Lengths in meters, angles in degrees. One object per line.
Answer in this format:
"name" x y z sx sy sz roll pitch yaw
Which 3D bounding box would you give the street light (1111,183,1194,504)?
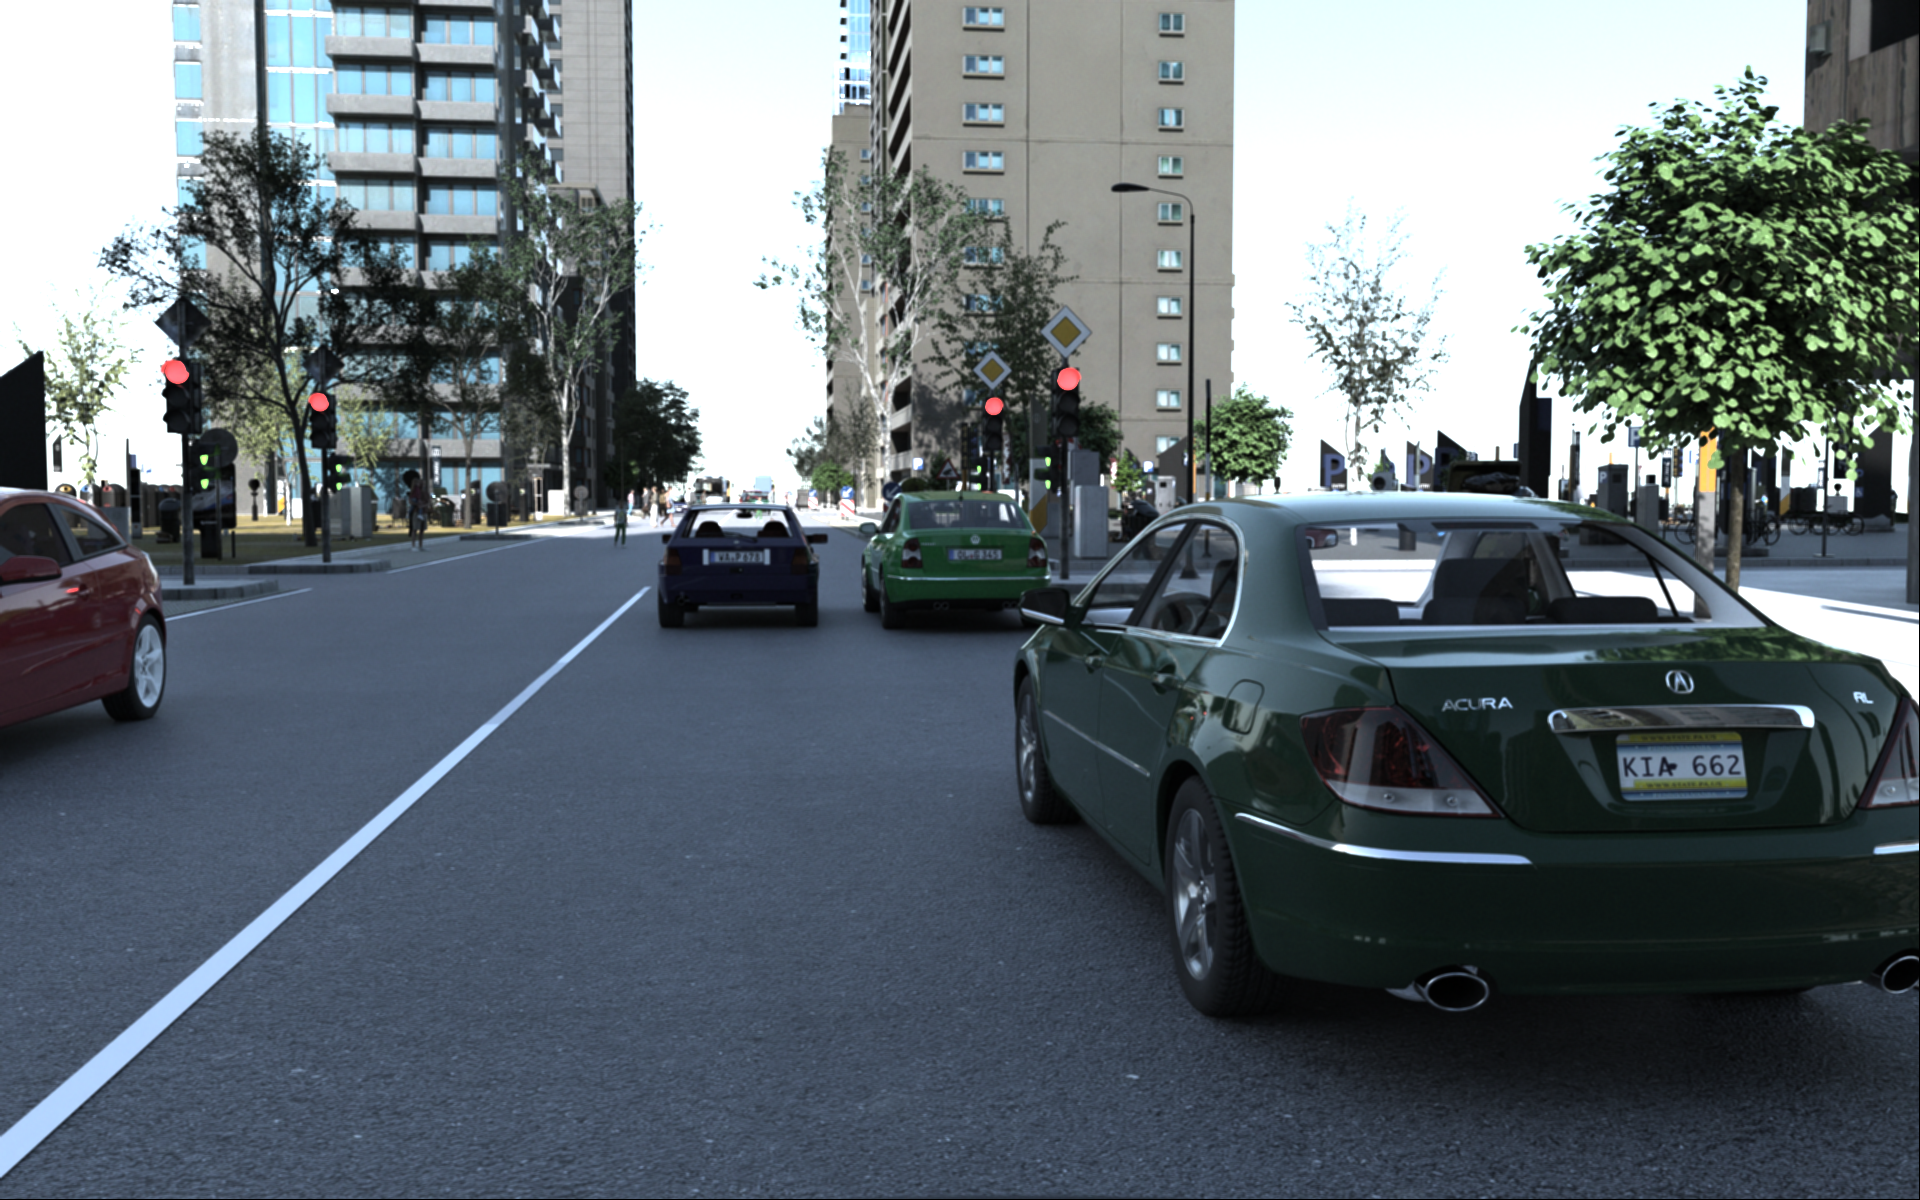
"street light" 2.952 -3.276 26.105 1.470 5.913 1.316 0 4 -7

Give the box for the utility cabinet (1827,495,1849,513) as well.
"utility cabinet" 40.864 -4.257 80.770 0.306 1.237 1.020 -2 4 -30

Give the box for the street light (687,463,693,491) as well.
"street light" -37.766 -16.186 237.183 1.470 5.913 1.316 0 4 -7

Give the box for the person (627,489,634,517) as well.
"person" -20.417 -5.995 107.351 0.643 1.720 0.563 -2 4 -35

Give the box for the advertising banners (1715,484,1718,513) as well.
"advertising banners" 32.428 -4.774 74.247 0.090 3.025 2.074 2 4 26

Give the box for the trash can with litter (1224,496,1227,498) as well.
"trash can with litter" 15.902 -5.560 101.963 2.233 1.210 1.678 1 4 8

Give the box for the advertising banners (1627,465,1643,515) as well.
"advertising banners" 39.914 -6.513 102.675 2.074 3.025 0.090 -3 5 -39

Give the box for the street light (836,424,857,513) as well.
"street light" -7.531 -8.711 114.972 1.470 5.913 1.316 0 4 -7

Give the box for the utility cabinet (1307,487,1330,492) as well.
"utility cabinet" 11.179 -2.771 53.977 0.318 1.500 1.173 2 4 33

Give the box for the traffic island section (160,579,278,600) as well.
"traffic island section" -10.963 -0.141 24.586 2.009 0.180 2.903 0 4 -7

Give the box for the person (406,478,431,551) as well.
"person" -13.539 -2.129 43.291 0.573 1.828 0.580 0 4 -5

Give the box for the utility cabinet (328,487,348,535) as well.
"utility cabinet" -19.323 -2.762 53.830 0.318 1.500 1.173 -3 5 -41

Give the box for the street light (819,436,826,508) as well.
"street light" -10.321 -10.137 138.288 1.470 5.913 1.316 0 4 -7

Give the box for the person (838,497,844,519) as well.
"person" -6.630 -5.175 97.376 0.475 1.303 0.640 -2 4 -23

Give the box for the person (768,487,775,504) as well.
"person" -10.235 -5.244 94.335 0.391 1.810 0.635 0 4 2

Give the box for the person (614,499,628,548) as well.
"person" -9.122 -2.066 46.525 0.306 1.304 0.590 -2 4 -35

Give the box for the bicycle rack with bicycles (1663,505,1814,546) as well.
"bicycle rack with bicycles" 19.307 -1.860 43.786 2.925 0.926 2.852 0 4 -5

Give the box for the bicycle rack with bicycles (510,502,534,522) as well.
"bicycle rack with bicycles" -21.450 -4.176 81.657 2.925 0.926 2.852 -1 4 -14

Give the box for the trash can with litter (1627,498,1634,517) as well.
"trash can with litter" 37.981 -5.311 98.221 1.055 1.170 0.624 1 4 14

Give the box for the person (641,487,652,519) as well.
"person" -18.114 -5.608 100.158 0.822 1.834 0.622 -3 4 -36

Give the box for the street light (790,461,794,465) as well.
"street light" -22.855 -16.583 243.670 1.470 5.913 1.316 0 4 -7

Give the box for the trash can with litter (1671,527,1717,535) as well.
"trash can with litter" 23.650 -2.671 54.725 1.678 1.210 2.233 2 4 32

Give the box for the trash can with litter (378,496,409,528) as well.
"trash can with litter" -21.687 -3.355 65.905 2.233 1.210 1.678 0 4 -2

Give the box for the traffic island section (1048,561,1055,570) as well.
"traffic island section" 0.647 -0.717 33.999 2.009 0.180 2.903 0 4 -7

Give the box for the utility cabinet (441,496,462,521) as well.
"utility cabinet" -22.262 -3.957 75.865 0.306 1.237 1.020 2 4 24

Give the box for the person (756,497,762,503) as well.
"person" -10.415 -4.698 89.567 0.590 1.304 0.306 2 4 35

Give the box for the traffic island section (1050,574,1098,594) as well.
"traffic island section" 1.591 -0.232 26.070 2.009 0.180 2.903 0 4 -7

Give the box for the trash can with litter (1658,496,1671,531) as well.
"trash can with litter" 24.473 -3.089 61.563 2.233 1.210 1.678 0 4 5

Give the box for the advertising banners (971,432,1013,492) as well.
"advertising banners" 0.884 -3.248 49.292 0.090 3.025 2.074 -2 4 -35

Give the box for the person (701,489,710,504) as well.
"person" -20.258 -7.885 137.424 0.705 1.824 1.348 1 4 20

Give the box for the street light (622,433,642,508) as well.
"street light" -25.083 -9.719 131.449 1.470 5.913 1.316 0 4 -7

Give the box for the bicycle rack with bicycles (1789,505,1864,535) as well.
"bicycle rack with bicycles" 27.337 -2.542 54.944 2.852 0.926 2.925 -2 4 -30

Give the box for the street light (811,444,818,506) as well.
"street light" -13.168 -11.564 161.608 1.470 5.913 1.316 0 4 -7

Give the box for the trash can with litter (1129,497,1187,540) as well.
"trash can with litter" 3.799 -1.380 33.953 0.624 1.170 1.055 -3 4 -36

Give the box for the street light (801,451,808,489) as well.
"street light" -15.869 -12.976 184.698 1.470 5.913 1.316 0 4 -7

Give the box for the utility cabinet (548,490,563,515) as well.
"utility cabinet" -24.287 -5.883 104.859 1.173 1.500 0.318 0 4 3

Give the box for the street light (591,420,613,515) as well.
"street light" -22.348 -8.299 108.229 1.470 5.913 1.316 0 4 -7

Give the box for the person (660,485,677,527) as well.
"person" -12.740 -4.103 75.677 0.778 1.811 0.616 1 4 9

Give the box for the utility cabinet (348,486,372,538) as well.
"utility cabinet" -17.551 -2.577 50.805 0.318 1.500 1.173 -2 4 -34

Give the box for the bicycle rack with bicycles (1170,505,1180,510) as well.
"bicycle rack with bicycles" 8.331 -2.785 58.922 2.852 0.926 2.925 0 4 2

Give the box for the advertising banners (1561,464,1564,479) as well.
"advertising banners" 34.844 -6.397 100.781 0.090 3.025 2.074 0 4 4

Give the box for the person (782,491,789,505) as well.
"person" -18.157 -10.458 180.012 0.750 1.759 0.617 0 4 -1

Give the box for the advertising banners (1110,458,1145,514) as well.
"advertising banners" 8.153 -5.322 83.208 2.074 3.025 0.090 0 4 -1

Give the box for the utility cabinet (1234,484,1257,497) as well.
"utility cabinet" 6.197 -1.766 37.561 0.318 1.500 1.173 0 4 0

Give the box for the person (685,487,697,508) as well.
"person" -15.179 -5.455 97.782 0.679 1.850 0.850 -1 4 -17

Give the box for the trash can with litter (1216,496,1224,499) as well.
"trash can with litter" 13.335 -4.821 90.203 1.055 1.170 0.624 -3 4 -36

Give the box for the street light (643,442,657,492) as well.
"street light" -27.962 -11.130 154.518 1.470 5.913 1.316 0 4 -7

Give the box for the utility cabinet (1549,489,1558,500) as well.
"utility cabinet" 28.074 -4.484 81.987 1.173 1.500 0.318 1 4 21

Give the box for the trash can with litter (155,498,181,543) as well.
"trash can with litter" -20.687 -2.078 45.354 0.624 1.170 1.055 -1 4 -11

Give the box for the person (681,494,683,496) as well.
"person" -31.503 -11.301 196.499 0.991 1.433 0.599 1 4 11

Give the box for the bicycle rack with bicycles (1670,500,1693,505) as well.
"bicycle rack with bicycles" 46.596 -5.968 110.954 2.925 0.926 2.852 1 4 16

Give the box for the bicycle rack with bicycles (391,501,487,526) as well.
"bicycle rack with bicycles" -21.601 -3.527 71.042 2.925 0.926 2.852 1 4 21

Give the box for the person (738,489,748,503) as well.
"person" -16.874 -7.744 135.107 0.705 1.826 1.348 1 4 23

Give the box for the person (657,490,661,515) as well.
"person" -20.916 -6.797 120.355 0.721 1.735 1.217 3 5 43

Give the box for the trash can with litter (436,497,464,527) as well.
"trash can with litter" -19.624 -3.387 66.759 0.624 1.170 1.055 2 4 33

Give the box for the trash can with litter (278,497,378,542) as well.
"trash can with litter" -17.387 -2.229 47.504 2.233 1.210 1.678 0 4 -5

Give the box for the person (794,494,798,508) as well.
"person" -16.667 -10.289 177.657 0.756 1.711 0.436 -3 4 -36

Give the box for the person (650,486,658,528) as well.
"person" -13.064 -3.968 73.927 0.362 1.759 0.519 0 4 3

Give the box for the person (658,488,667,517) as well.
"person" -18.806 -6.182 109.664 1.348 1.812 0.705 0 4 4

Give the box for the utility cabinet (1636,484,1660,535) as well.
"utility cabinet" 15.196 -1.813 38.323 0.318 1.500 1.173 1 4 13
